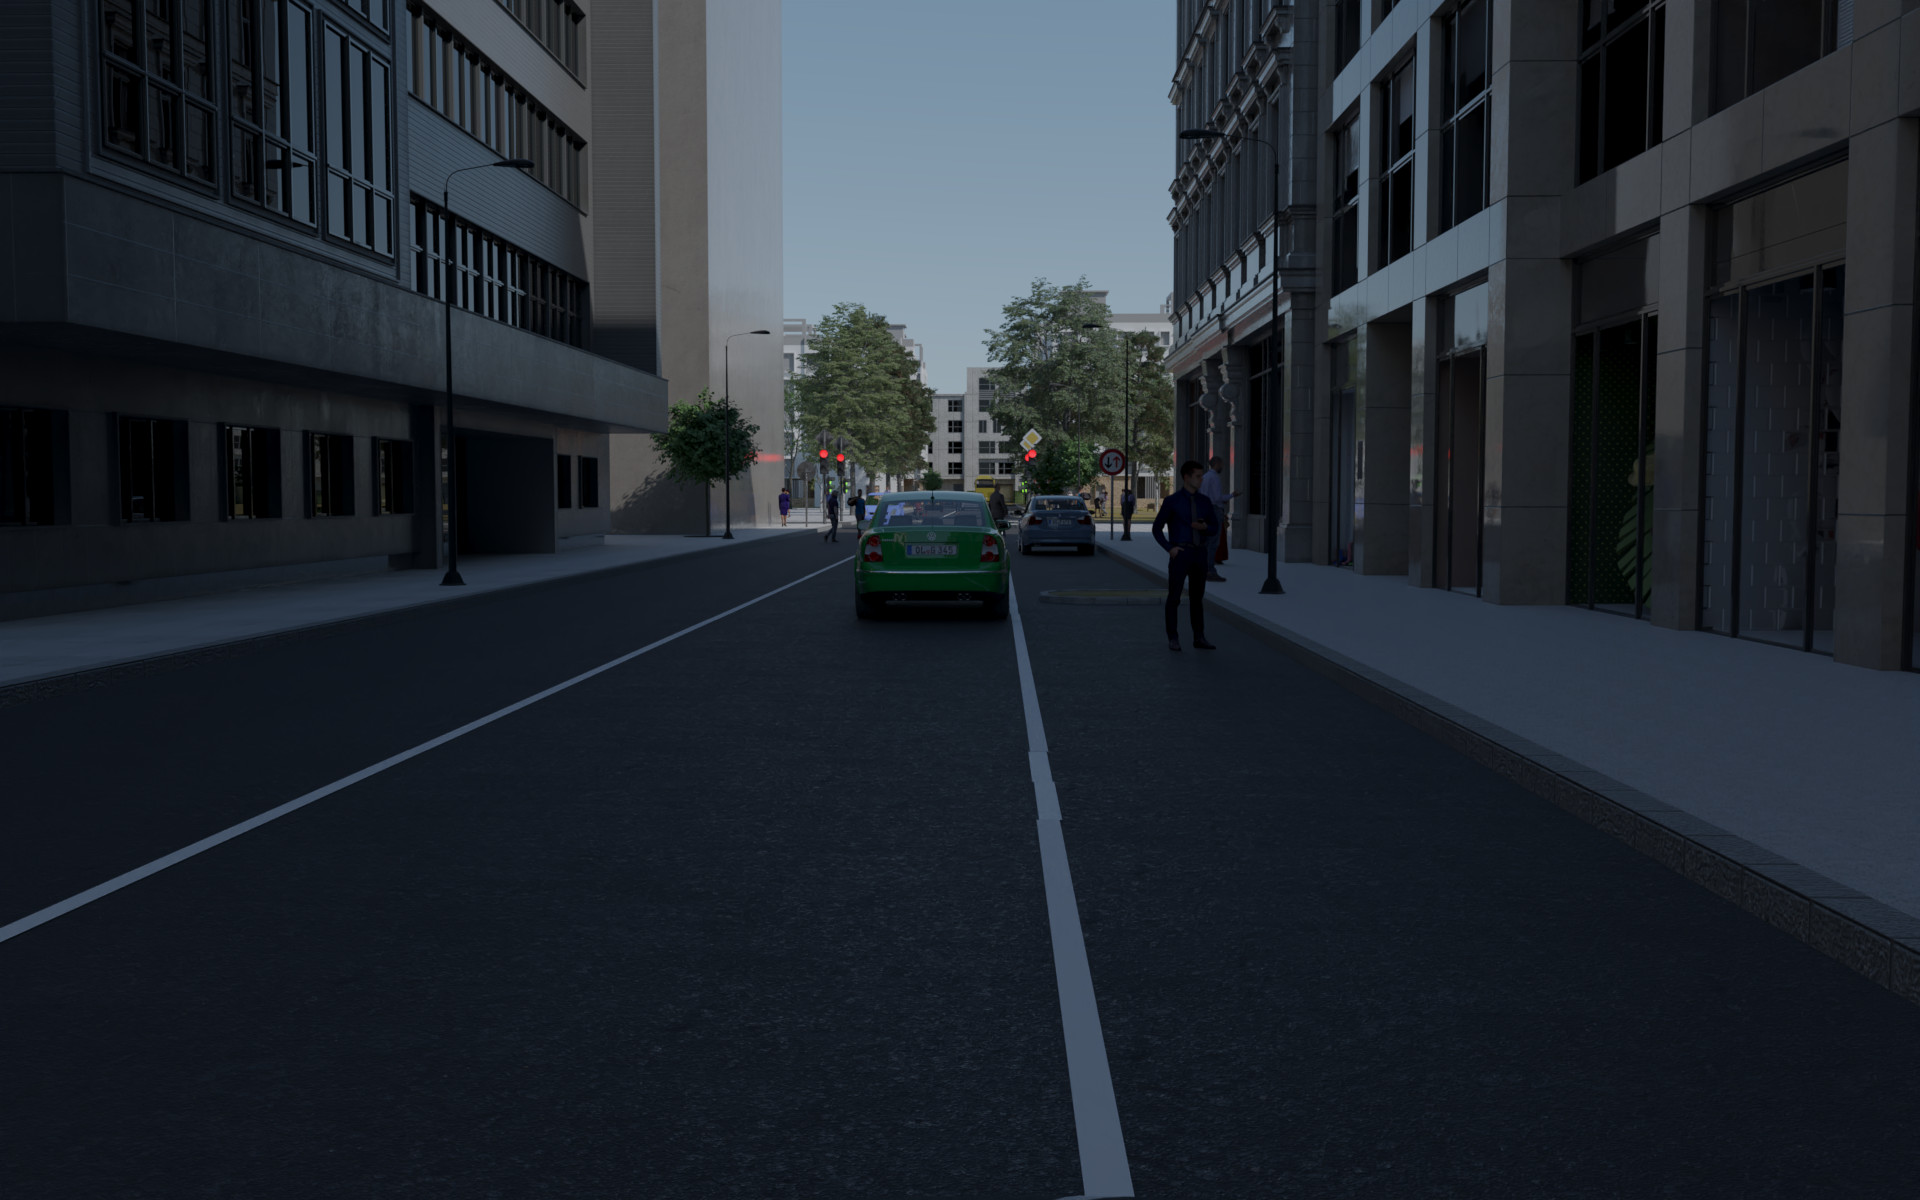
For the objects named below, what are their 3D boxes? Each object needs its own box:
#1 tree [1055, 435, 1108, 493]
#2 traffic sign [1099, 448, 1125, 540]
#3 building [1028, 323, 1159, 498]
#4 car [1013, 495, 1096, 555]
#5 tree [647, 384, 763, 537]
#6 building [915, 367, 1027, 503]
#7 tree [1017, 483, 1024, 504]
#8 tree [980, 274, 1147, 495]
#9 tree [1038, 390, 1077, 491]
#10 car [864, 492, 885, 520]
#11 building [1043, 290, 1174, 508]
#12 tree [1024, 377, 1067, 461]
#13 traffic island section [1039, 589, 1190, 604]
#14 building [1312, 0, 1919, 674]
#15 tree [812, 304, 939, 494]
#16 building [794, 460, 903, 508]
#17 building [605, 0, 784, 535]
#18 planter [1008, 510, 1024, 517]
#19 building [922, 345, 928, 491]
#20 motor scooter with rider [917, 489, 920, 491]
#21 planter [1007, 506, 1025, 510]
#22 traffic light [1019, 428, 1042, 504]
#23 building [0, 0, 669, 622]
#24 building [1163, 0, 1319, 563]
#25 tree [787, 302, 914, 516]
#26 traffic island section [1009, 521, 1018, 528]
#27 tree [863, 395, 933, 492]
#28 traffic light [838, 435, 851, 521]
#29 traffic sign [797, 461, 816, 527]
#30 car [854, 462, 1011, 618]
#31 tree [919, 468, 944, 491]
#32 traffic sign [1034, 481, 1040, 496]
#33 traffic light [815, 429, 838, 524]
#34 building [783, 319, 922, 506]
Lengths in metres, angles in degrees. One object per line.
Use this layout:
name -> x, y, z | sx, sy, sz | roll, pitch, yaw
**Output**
tree -> 6.383, -6.683, 92.976 | 4.285, 4.588, 4.351 | 0, 3, 0
traffic sign -> 4.257, -2.956, 48.441 | 0.768, 2.556, 0.104 | 0, 4, 2
building -> 16.375, -19.656, 187.835 | 16.747, 18.905, 31.486 | 0, 4, 1
car -> 2.318, -1.840, 42.094 | 2.014, 1.417, 4.499 | 0, 4, 0
tree -> -7.622, -4.170, 51.899 | 4.285, 4.588, 4.351 | 0, 3, 0
building -> 1.100, -23.449, 249.850 | 31.486, 18.905, 16.747 | 0, 4, 1
tree -> 8.020, -13.885, 221.615 | 1.663, 3.219, 1.824 | 0, 3, 0
tree -> 5.879, -11.801, 99.597 | 9.857, 13.997, 8.962 | 0, 3, 0
tree -> 6.821, -10.421, 120.747 | 4.360, 8.622, 3.978 | 0, 3, 0
car -> -3.231, -3.802, 71.748 | 1.945, 1.707, 3.694 | 0, 4, 2
building -> 16.009, -18.960, 166.408 | 16.016, 20.091, 11.380 | 0, 4, 1
tree -> 7.986, -13.565, 143.839 | 6.751, 12.117, 7.091 | 0, 3, 0
traffic island section -> 2.072, -0.039, 23.498 | 1.991, 0.108, 1.994 | 0, 4, 1
building -> 15.709, -12.798, 13.760 | 19.350, 26.468, 34.151 | 0, 4, 1
tree -> -5.694, -12.769, 116.195 | 7.806, 13.903, 7.818 | 0, 3, 0
building -> -10.012, -14.011, 171.219 | 9.099, 9.664, 28.070 | 0, 4, 1
building -> -24.629, -15.838, 63.474 | 34.151, 26.468, 19.350 | 0, 4, 1
planter -> 3.736, -5.250, 106.976 | 1.991, 0.319, 1.994 | 0, 4, 1
building -> -10.025, -22.473, 223.861 | 11.380, 20.091, 16.016 | 0, 4, 1
motor scooter with rider -> -2.359, -5.292, 95.487 | 0.876, 1.779, 1.986 | 0, 4, -1
planter -> 4.287, -6.898, 133.914 | 1.991, 0.319, 1.994 | 0, 4, 1
traffic light -> 3.033, -5.139, 73.271 | 0.839, 4.213, 0.868 | 0, 4, 1
building -> -14.688, -12.819, 28.663 | 14.314, 24.678, 30.058 | 0, 4, 1
building -> 10.863, -12.255, 51.284 | 10.553, 20.767, 40.483 | 0, 4, 1
tree -> -6.795, -11.299, 102.866 | 7.486, 12.596, 7.792 | 0, 3, 0
traffic island section -> 3.232, -3.614, 81.367 | 2.009, 0.180, 2.903 | 0, 4, 1
tree -> -5.356, -14.038, 151.575 | 6.751, 12.117, 7.091 | 0, 3, 0
traffic light -> -5.567, -5.637, 81.413 | 0.839, 4.213, 0.868 | 0, 4, 1
traffic sign -> -5.959, -4.103, 67.187 | 0.768, 2.556, 0.104 | 0, 4, 6
car -> -0.327, -0.767, 21.338 | 1.959, 1.807, 4.718 | 0, 4, 0
tree -> -3.536, -14.074, 213.830 | 4.285, 4.588, 4.351 | 0, 3, 0
traffic sign -> 5.854, -7.839, 128.271 | 0.768, 2.556, 0.104 | 1, 4, 9
traffic light -> -5.727, -5.149, 73.430 | 0.839, 4.213, 0.868 | 0, 4, 1
building -> -12.677, -20.442, 190.645 | 16.016, 20.091, 11.380 | 0, 4, 1
